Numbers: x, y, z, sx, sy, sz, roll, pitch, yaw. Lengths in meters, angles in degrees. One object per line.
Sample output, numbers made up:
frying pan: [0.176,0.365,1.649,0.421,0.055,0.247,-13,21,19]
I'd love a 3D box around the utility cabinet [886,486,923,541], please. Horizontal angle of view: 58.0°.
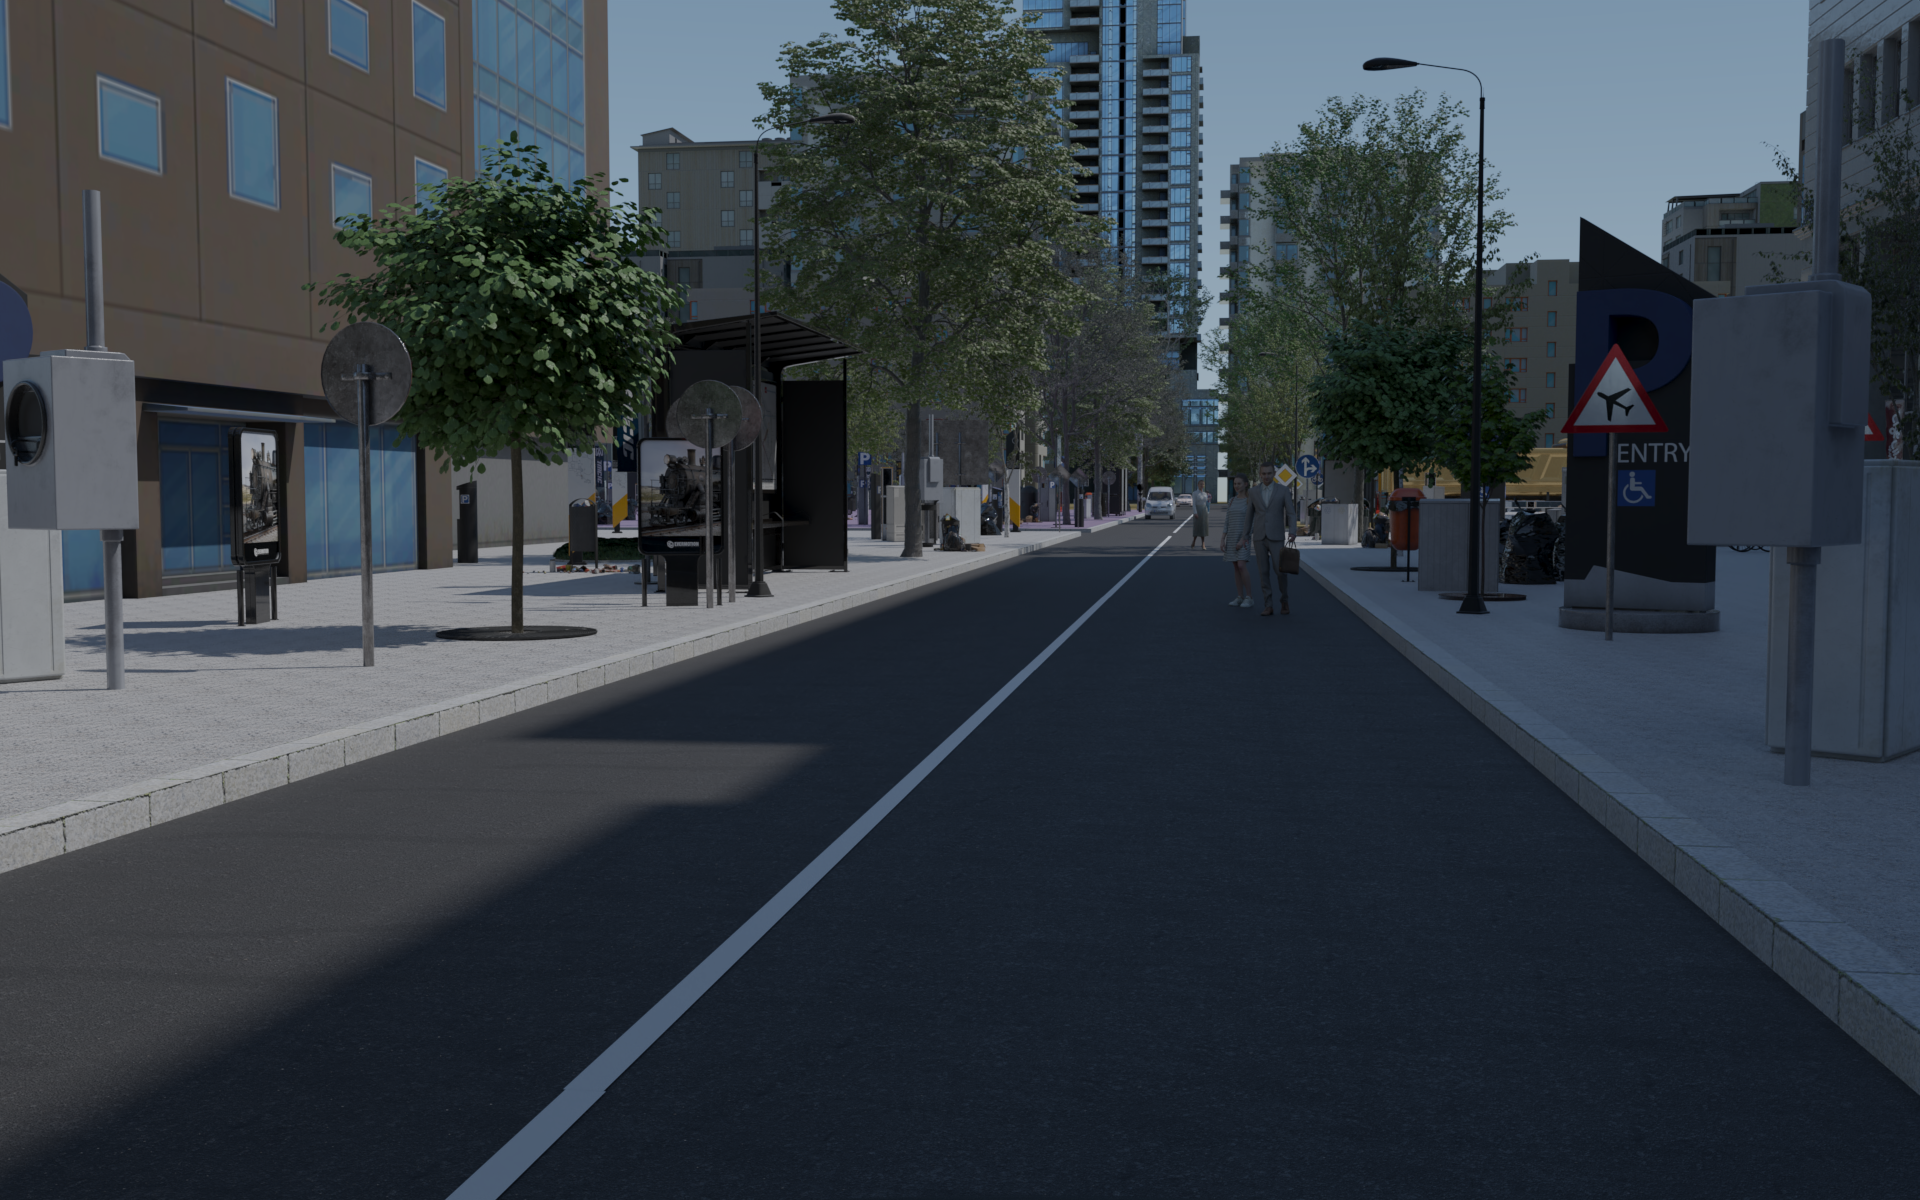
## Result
utility cabinet: [-1.451,-2.318,46.585,0.318,1.500,1.173,3,5,43]

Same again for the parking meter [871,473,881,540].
parking meter: [-2.296,-2.641,48.894,0.399,1.863,0.255,-2,4,-32]

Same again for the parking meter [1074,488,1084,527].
parking meter: [4.608,-3.575,66.870,0.372,1.533,0.369,0,3,0]

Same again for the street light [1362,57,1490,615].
street light: [4.983,-2.813,18.532,1.470,5.913,1.316,1,4,8]

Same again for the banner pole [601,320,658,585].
banner pole: [-4.566,-2.103,24.401,0.401,3.779,0.863,2,4,30]

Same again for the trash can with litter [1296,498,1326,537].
trash can with litter: [10.577,-2.508,52.387,0.624,1.170,1.055,-3,5,-44]

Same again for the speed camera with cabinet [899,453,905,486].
speed camera with cabinet: [-2.381,-5.372,82.172,0.660,3.252,2.038,-1,4,-14]

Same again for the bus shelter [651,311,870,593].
bus shelter: [-2.766,-2.089,25.436,1.731,3.624,6.357,1,4,8]

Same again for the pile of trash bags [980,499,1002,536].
pile of trash bags: [0.041,-2.749,54.690,1.912,1.369,3.447,-1,4,-15]

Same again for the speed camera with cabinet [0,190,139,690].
speed camera with cabinet: [-6.321,-1.059,11.654,2.038,3.252,0.660,3,4,37]

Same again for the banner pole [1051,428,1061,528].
banner pole: [3.697,-4.609,65.380,0.401,3.779,0.863,-1,4,-13]

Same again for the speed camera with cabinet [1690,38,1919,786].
speed camera with cabinet: [4.148,-0.853,8.279,0.660,3.252,2.038,3,5,44]

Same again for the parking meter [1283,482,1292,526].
parking meter: [13.011,-3.870,68.993,0.399,1.863,0.255,-3,5,-45]

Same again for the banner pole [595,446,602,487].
banner pole: [-16.175,-5.407,78.429,0.863,3.779,0.401,1,4,18]

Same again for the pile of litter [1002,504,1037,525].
pile of litter: [2.144,-3.624,73.216,1.719,0.858,1.176,-1,4,-21]

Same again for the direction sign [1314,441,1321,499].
direction sign: [15.199,-4.998,73.722,0.379,3.537,0.876,2,4,29]

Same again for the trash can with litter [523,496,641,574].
trash can with litter: [-5.872,-1.049,28.212,2.233,1.210,1.678,2,4,23]

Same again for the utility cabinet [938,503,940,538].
utility cabinet: [-0.766,-2.402,50.429,1.020,1.237,0.306,1,4,17]

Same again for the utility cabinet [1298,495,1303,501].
utility cabinet: [26.589,-7.681,136.751,1.020,1.237,0.306,0,4,-8]

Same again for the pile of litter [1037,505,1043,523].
pile of litter: [3.130,-3.912,77.923,1.176,0.858,1.719,0,4,3]

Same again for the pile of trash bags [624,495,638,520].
pile of trash bags: [-16.376,-4.569,84.450,3.447,1.369,1.912,2,4,35]

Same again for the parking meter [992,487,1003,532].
parking meter: [1.249,-3.046,58.207,0.372,1.533,0.369,0,3,0]

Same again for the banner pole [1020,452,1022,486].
banner pole: [3.509,-6.926,103.258,0.401,3.779,0.863,-2,4,-29]

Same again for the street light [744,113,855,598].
street light: [-1.973,-2.986,21.361,1.470,5.913,1.316,1,4,8]

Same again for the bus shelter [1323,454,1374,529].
bus shelter: [14.901,-4.440,66.523,2.014,3.302,5.546,1,4,8]

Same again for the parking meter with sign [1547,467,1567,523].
parking meter with sign: [17.478,-3.234,49.139,0.543,3.016,1.738,-2,4,-32]

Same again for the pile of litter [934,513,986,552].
pile of litter: [0.003,-1.540,39.138,1.176,0.858,1.719,0,4,-5]

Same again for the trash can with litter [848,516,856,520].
trash can with litter: [-6.159,-4.591,86.119,2.233,1.210,1.678,1,4,16]

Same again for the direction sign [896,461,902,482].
direction sign: [-3.917,-7.725,118.302,0.876,3.537,0.379,0,4,-7]

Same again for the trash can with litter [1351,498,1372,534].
trash can with litter: [11.795,-2.426,51.047,0.624,1.170,1.055,2,4,23]

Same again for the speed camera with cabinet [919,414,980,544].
speed camera with cabinet: [-0.372,-3.019,43.700,0.660,3.252,2.038,3,5,44]

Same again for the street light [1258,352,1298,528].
street light: [10.462,-5.151,56.753,1.470,5.913,1.316,1,4,8]

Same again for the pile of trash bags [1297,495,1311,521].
pile of trash bags: [15.845,-4.404,81.752,3.447,1.369,1.912,-3,5,-39]

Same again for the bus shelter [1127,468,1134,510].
bus shelter: [11.151,-7.829,121.933,2.014,3.302,5.546,1,4,8]

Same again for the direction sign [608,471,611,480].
direction sign: [-25.635,-8.245,126.804,0.379,3.537,0.876,-1,4,-23]

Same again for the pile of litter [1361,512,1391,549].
pile of litter: [10.303,-1.678,41.397,1.719,0.858,1.176,-2,4,-24]

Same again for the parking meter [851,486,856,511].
parking meter: [-7.918,-7.512,128.538,0.255,1.863,0.399,-3,4,-38]

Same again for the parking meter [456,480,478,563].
parking meter: [-9.162,-1.455,32.200,0.372,1.533,0.369,0,3,0]

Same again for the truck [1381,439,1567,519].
truck: [19.631,-3.896,59.631,9.791,3.379,3.469,1,4,8]

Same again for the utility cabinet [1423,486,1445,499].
utility cabinet: [12.737,-2.317,46.566,0.318,1.500,1.173,0,4,1]

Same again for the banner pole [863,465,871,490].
banner pole: [-7.149,-8.693,132.151,0.863,3.779,0.401,-1,4,-18]

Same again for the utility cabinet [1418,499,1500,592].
utility cabinet: [6.598,-0.718,22.908,1.020,1.237,0.306,1,4,18]

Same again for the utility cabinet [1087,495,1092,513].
utility cabinet: [9.262,-6.684,120.450,0.306,1.237,1.020,-2,4,-31]

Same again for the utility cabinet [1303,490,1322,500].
utility cabinet: [17.636,-4.770,86.675,0.318,1.500,1.173,-2,4,-25]

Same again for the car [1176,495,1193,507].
car: [25.448,-11.214,195.709,2.083,1.381,4.827,1,4,10]

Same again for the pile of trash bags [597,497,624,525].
pile of trash bags: [-16.010,-3.795,71.807,1.912,1.369,3.447,3,4,36]

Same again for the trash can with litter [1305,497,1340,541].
trash can with litter: [10.719,-2.273,48.221,2.233,1.210,1.678,1,4,9]

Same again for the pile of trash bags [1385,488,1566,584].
pile of trash bags: [7.980,-0.953,25.328,3.447,1.369,1.912,0,4,8]

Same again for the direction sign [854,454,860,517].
direction sign: [-5.709,-6.385,96.399,0.379,3.537,0.876,-1,4,-22]

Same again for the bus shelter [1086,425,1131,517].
bus shelter: [8.661,-7.550,101.067,2.179,5.291,8.768,1,4,8]

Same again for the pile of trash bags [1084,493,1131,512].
pile of trash bags: [10.687,-7.150,126.653,3.447,1.369,1.912,-1,4,-22]
